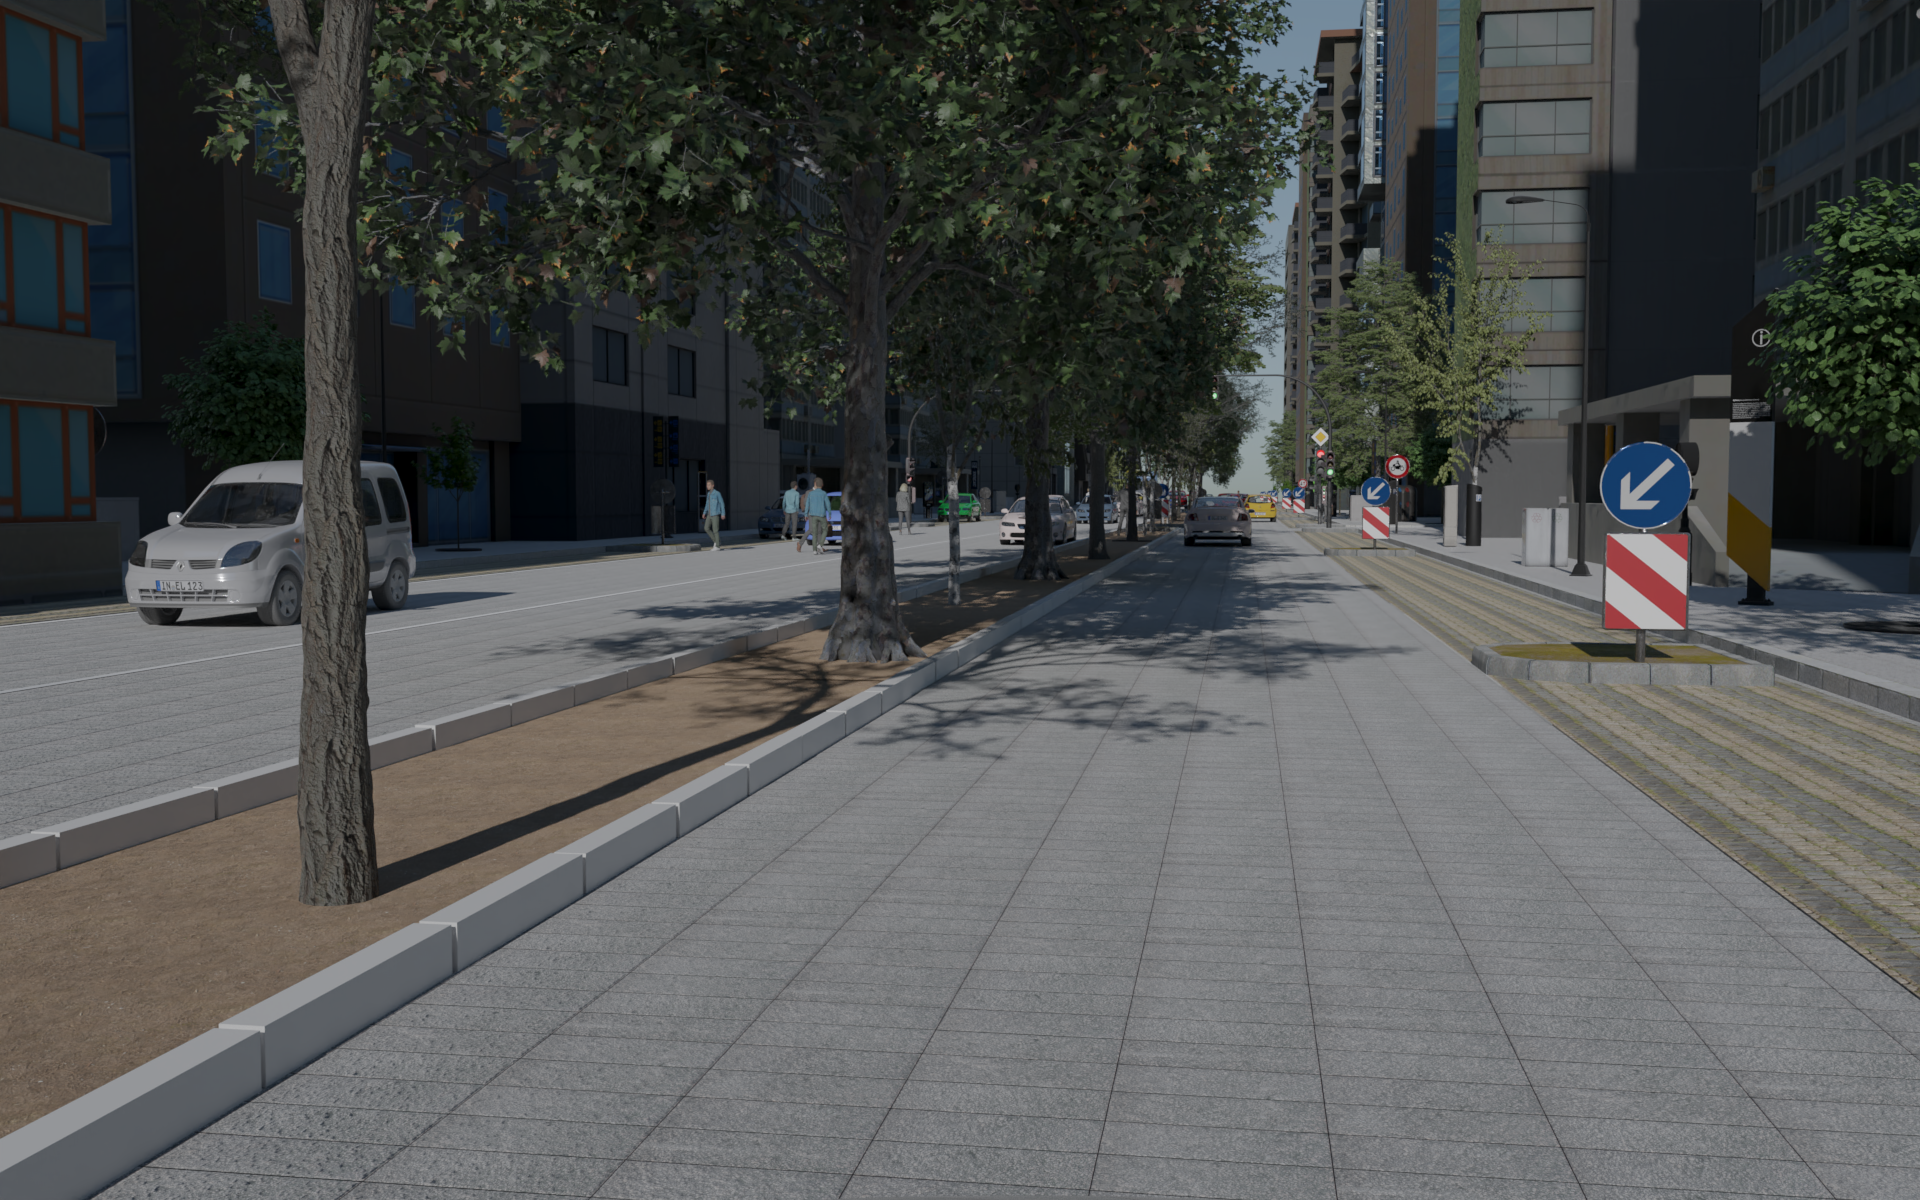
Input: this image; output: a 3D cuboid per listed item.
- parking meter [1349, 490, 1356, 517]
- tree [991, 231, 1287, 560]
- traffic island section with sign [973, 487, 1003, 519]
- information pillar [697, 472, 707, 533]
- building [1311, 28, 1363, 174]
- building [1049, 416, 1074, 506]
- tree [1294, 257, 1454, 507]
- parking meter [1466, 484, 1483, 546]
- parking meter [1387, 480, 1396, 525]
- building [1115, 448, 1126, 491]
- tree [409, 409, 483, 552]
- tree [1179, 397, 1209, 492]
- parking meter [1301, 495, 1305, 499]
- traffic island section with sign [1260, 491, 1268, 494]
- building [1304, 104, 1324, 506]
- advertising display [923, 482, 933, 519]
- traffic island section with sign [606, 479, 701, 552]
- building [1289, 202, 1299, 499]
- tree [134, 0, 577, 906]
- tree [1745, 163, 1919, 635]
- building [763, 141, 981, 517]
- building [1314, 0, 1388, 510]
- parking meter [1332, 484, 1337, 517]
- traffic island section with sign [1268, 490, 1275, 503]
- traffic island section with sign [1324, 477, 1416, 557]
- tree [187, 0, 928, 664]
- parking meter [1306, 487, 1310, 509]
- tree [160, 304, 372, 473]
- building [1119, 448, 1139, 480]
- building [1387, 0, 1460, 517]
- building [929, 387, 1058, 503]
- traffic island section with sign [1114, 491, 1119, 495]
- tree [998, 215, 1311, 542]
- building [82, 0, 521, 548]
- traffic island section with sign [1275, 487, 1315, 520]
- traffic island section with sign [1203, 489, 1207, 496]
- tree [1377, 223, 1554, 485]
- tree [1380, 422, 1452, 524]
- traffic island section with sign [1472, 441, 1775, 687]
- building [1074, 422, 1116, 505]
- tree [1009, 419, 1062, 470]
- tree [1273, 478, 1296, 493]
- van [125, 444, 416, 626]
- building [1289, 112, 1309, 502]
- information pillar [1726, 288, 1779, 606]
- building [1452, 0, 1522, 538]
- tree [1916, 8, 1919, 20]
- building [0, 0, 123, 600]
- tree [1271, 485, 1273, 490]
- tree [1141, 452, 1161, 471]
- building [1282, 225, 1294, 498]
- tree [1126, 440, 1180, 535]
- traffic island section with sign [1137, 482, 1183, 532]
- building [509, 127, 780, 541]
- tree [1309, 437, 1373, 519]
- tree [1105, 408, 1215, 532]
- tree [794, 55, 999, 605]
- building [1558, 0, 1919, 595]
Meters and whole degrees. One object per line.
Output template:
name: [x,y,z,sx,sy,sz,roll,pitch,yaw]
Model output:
parking meter: [21.640,-5.326,95.493,0.372,1.533,0.369,0,3,0]
tree: [3.045,-7.123,37.053,7.486,12.596,7.792,0,3,0]
traffic island section with sign: [1.425,-5.508,98.686,1.989,1.847,2.006,1,4,9]
information pillar: [-8.424,-3.187,56.597,0.304,2.012,0.304,-1,4,-15]
building: [44.171,-31.025,161.878,22.147,44.769,28.867,1,4,9]
building: [1.848,-53.488,187.201,22.319,86.520,31.000,1,4,9]
tree: [20.524,-10.097,83.219,7.486,12.596,7.792,0,3,0]
parking meter: [12.652,-2.093,42.638,0.372,1.533,0.369,0,3,0]
parking meter: [18.175,-4.111,72.924,0.399,1.863,0.255,-3,5,-40]
building: [13.908,-39.477,265.051,23.786,49.044,30.456,1,4,9]
tree: [-11.273,-2.721,39.088,1.663,3.219,1.824,0,3,0]
tree: [6.443,-6.557,60.031,4.360,8.622,3.978,0,3,0]
parking meter: [27.711,-8.048,139.998,0.372,1.533,0.369,0,3,0]
traffic island section with sign: [31.109,-10.006,172.225,1.989,1.847,2.006,1,4,9]
building: [43.797,-30.596,183.838,14.154,41.232,14.086,1,4,9]
advertising display: [-1.690,-5.259,91.205,0.123,1.923,0.974,2,4,27]
traffic island section with sign: [-7.601,-2.131,43.467,1.989,1.847,2.006,1,4,9]
building: [59.452,-36.570,252.540,22.147,44.769,28.867,1,4,9]
tree: [-2.272,-4.195,5.456,8.767,10.594,7.601,1,4,9]
tree: [9.133,-1.984,16.156,4.285,4.588,4.351,0,3,0]
building: [-15.286,-26.330,122.372,32.217,40.220,23.993,1,4,9]
building: [38.739,-49.876,128.144,22.319,86.520,31.000,1,4,9]
parking meter: [21.060,-5.622,97.636,0.255,1.863,0.399,-1,4,-15]
traffic island section with sign: [23.002,-6.976,122.681,1.989,1.847,2.006,1,4,9]
traffic island section with sign: [9.550,-1.949,40.495,1.989,1.847,2.006,1,4,9]
tree: [-0.820,-5.819,14.600,9.611,12.733,9.660,0,3,0]
parking meter: [29.276,-8.561,145.682,0.255,1.863,0.399,2,4,34]
tree: [-11.952,-2.832,30.022,4.285,4.588,4.351,0,3,0]
building: [19.091,-40.802,290.821,21.300,48.544,21.600,1,4,9]
building: [32.151,-27.487,99.528,14.600,45.320,14.200,1,4,9]
building: [-1.453,-44.259,161.882,20.563,71.187,20.611,1,4,9]
traffic island section with sign: [18.266,-11.805,201.640,1.989,1.847,2.006,1,4,9]
tree: [5.160,-8.495,51.713,12.009,13.543,11.850,0,3,0]
building: [-19.806,-23.872,40.425,14.600,45.320,14.200,1,4,9]
traffic island section with sign: [18.540,-5.309,95.428,1.989,1.847,2.006,1,4,9]
traffic island section with sign: [20.777,-8.574,148.317,2.006,1.907,1.989,1,4,9]
tree: [13.767,-5.909,46.970,4.737,8.622,4.395,0,3,0]
tree: [20.738,-5.536,74.219,4.285,4.588,4.351,0,3,0]
traffic island section with sign: [5.204,-0.322,13.891,1.989,1.847,2.006,1,4,9]
building: [14.260,-28.784,242.316,14.160,30.474,14.107,1,4,9]
tree: [6.807,-11.920,145.250,4.737,8.622,4.395,0,3,0]
tree: [41.067,-13.716,218.853,1.663,3.219,1.824,0,3,0]
van: [-7.929,-0.805,20.169,2.013,2.044,4.112,0,4,8]
building: [45.851,-33.522,198.192,14.600,45.320,14.200,1,4,9]
information pillar: [9.140,-1.750,19.965,0.504,3.616,0.183,3,5,43]
building: [22.983,-22.715,54.986,14.154,41.232,14.086,1,4,9]
tree: [6.652,-3.520,7.908,4.360,8.622,3.978,0,3,0]
building: [-27.707,-10.187,11.605,27.650,21.520,28.899,1,4,9]
tree: [53.397,-18.316,294.064,1.663,3.219,1.824,0,3,0]
tree: [32.978,-23.363,307.734,9.928,11.665,9.643,0,3,0]
building: [65.603,-40.844,291.495,21.300,48.544,21.600,1,4,9]
tree: [3.307,-5.529,43.221,4.360,8.622,3.978,0,3,0]
traffic island section with sign: [7.450,-3.591,66.851,2.006,1.907,1.989,1,4,9]
building: [-18.786,-37.814,56.513,20.611,71.187,20.563,1,4,9]
tree: [21.002,-6.559,90.959,4.285,4.588,4.351,0,3,0]
tree: [7.230,-6.880,65.307,4.737,8.622,4.395,0,3,0]
tree: [-0.095,-4.217,21.772,4.360,8.622,3.978,0,3,0]
building: [27.447,-20.493,26.943,32.217,40.220,23.993,1,4,9]
